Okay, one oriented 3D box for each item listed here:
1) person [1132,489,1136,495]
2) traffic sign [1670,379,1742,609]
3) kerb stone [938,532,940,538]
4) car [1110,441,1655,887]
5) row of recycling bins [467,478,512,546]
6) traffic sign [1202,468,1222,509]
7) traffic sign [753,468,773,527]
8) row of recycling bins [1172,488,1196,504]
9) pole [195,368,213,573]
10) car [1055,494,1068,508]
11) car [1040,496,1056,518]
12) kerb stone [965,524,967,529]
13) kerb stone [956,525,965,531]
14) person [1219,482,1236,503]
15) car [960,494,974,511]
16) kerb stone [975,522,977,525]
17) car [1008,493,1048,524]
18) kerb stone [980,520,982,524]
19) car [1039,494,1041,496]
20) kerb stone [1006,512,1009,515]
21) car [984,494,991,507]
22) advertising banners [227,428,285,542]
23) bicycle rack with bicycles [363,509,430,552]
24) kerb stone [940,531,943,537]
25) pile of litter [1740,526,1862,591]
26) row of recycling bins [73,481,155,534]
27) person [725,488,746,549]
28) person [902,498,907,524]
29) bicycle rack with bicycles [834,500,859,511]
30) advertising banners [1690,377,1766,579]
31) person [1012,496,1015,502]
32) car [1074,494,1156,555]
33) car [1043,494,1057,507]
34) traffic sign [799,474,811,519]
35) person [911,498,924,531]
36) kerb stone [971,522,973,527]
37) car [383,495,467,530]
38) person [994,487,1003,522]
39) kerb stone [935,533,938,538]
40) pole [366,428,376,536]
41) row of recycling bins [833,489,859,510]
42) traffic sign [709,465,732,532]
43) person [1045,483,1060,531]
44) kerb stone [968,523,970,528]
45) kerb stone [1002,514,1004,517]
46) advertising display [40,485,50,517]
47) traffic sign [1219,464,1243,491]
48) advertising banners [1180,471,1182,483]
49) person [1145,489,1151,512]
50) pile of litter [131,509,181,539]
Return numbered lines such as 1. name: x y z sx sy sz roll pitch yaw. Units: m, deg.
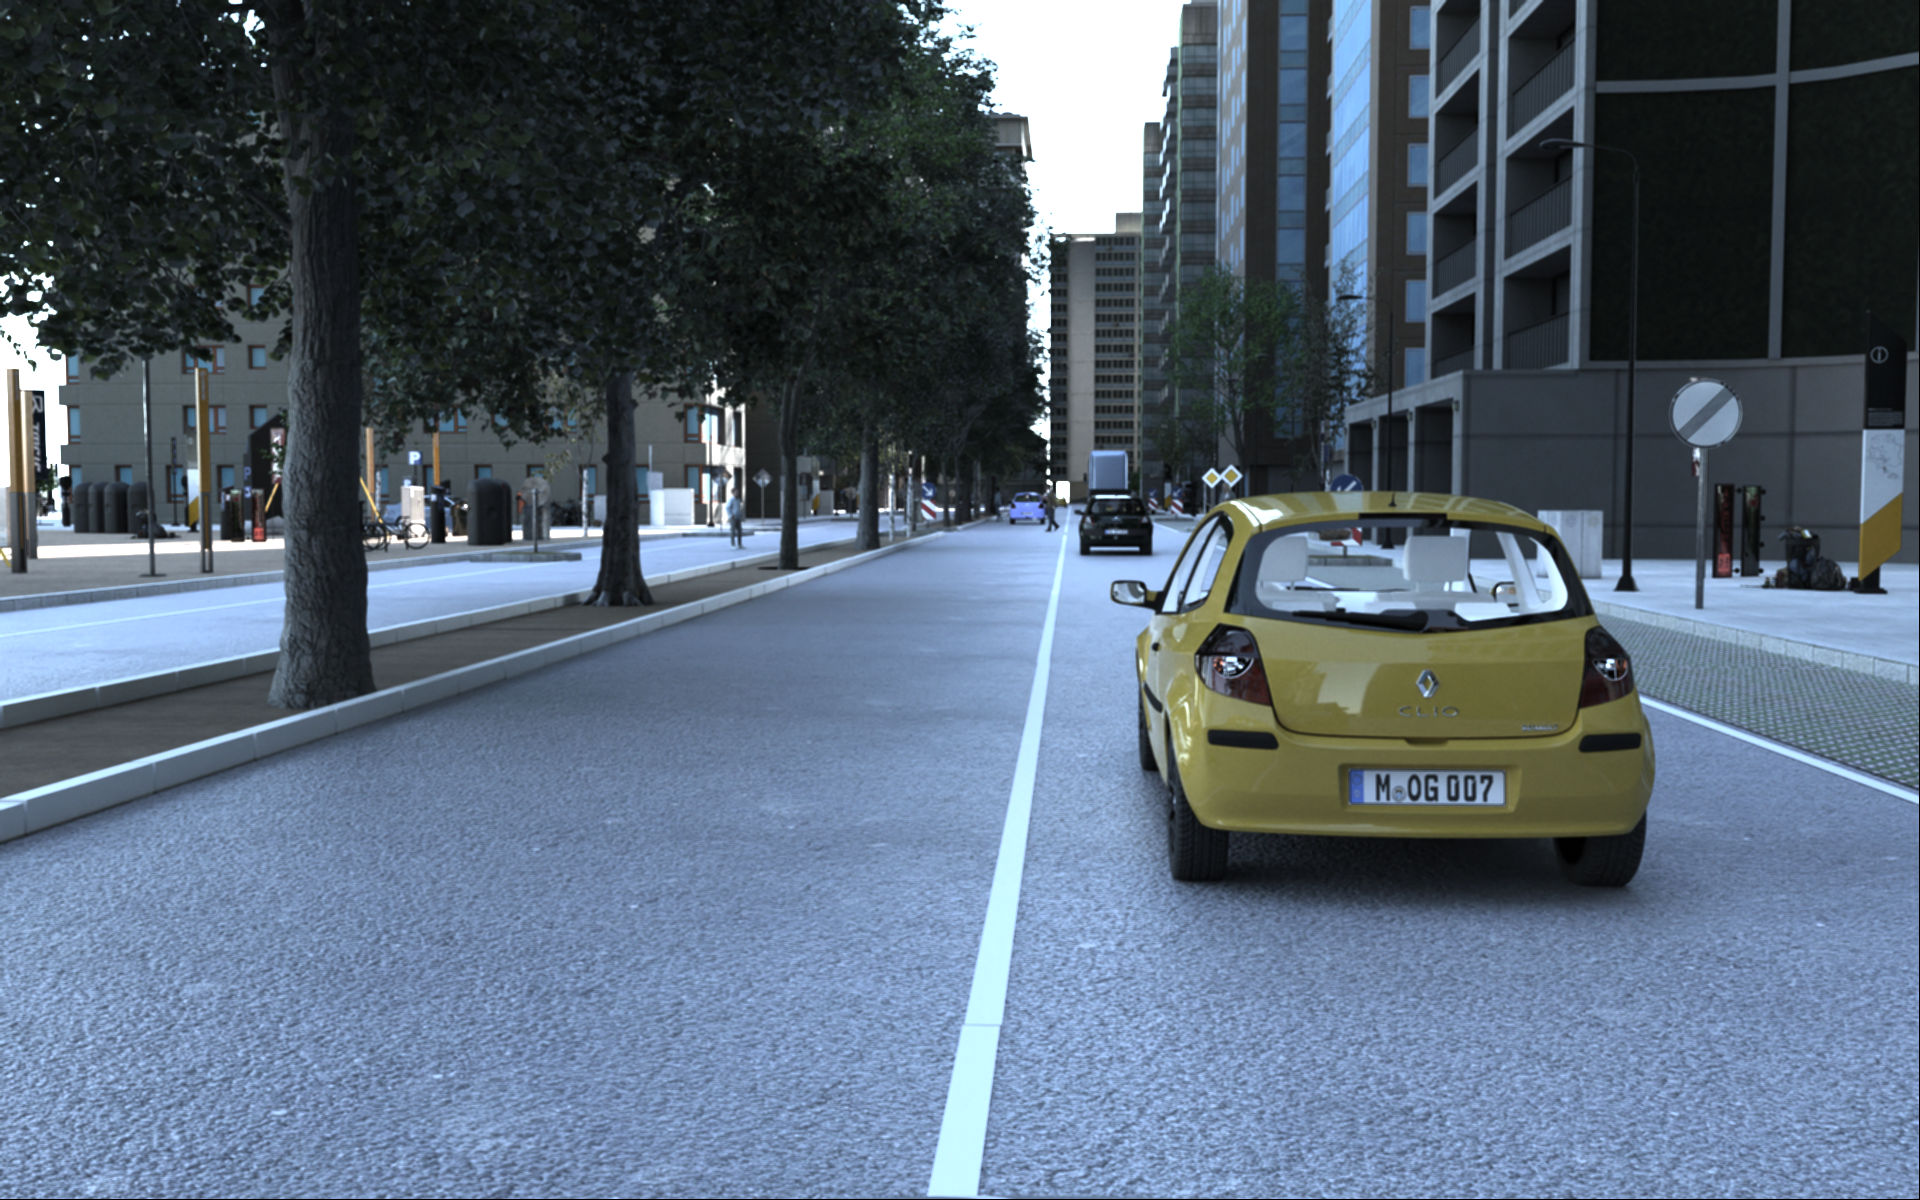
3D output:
1. person: 13.909 -7.929 137.981 0.795 1.843 0.661 3 5 40
2. traffic sign: 8.266 -1.173 19.287 0.768 2.556 0.104 0 4 6
3. kerb stone: -0.828 -2.059 55.858 0.120 0.150 1.000 0 4 4
4. car: 1.702 0.149 7.792 2.015 1.641 3.980 0 4 3
5. row of recycling bins: -12.174 -2.300 44.723 1.069 1.692 3.534 -1 4 -10
6. traffic sign: 9.576 -3.807 65.890 0.795 2.450 0.064 0 4 4
7. traffic sign: -7.631 -3.876 67.022 0.795 2.450 0.064 0 4 4
8. row of recycling bins: 15.419 -6.832 118.815 1.069 1.692 3.534 0 4 -8
9. pole: -12.277 -2.097 28.131 0.158 3.312 0.155 0 3 0
10. car: 10.442 -10.574 183.111 2.015 1.641 3.980 0 4 5
11. car: 4.677 -5.463 101.892 1.945 1.354 3.894 0 4 5
12. kerb stone: 0.076 -2.901 69.676 0.120 0.150 1.000 0 4 4
13. kerb stone: 0.017 -2.838 68.655 0.120 0.150 1.000 0 4 4
14. person: 8.421 -2.810 54.629 0.537 1.800 0.526 2 4 32
15. car: 0.674 -8.441 147.793 2.009 1.686 4.222 0 4 2
16. kerb stone: 0.542 -3.343 76.846 0.120 0.150 1.000 0 4 4
17. car: 3.252 -4.504 83.224 1.945 1.707 3.694 0 4 3
18. kerb stone: 0.809 -3.585 80.936 0.120 0.150 1.000 0 4 4
19. car: 5.606 -7.473 132.413 2.015 1.641 3.980 0 4 2
20. kerb stone: 2.987 -5.657 114.691 0.120 0.150 1.000 0 4 4
21. car: 3.610 -11.120 191.593 2.009 1.686 4.222 0 4 3
22. advertising banners: -18.699 -3.051 46.074 2.074 3.025 0.090 2 4 23
23. bicycle rack with bicycles: -13.804 -1.585 39.301 2.925 0.926 2.852 0 4 -2
24. kerb stone: -0.747 -2.121 56.877 0.120 0.150 1.000 0 4 4
25. pile of litter: 11.515 -0.584 23.506 1.176 0.858 1.719 -1 4 -22
26. row of recycling bins: -27.809 -3.044 56.879 3.534 1.692 1.069 2 4 29
27. person: -5.847 -2.126 45.066 0.330 1.601 0.589 3 5 42
28. person: -2.472 -4.512 82.470 0.583 1.804 0.606 -1 4 -9
29. bicycle rack with bicycles: -8.217 -7.248 131.882 2.852 0.926 2.925 3 4 38
30. advertising banners: 11.699 -1.851 26.447 2.074 3.025 0.090 -2 4 -35
31. person: 3.251 -5.676 105.586 0.425 1.301 0.394 -2 4 -30
32. car: 3.772 -1.972 42.036 2.009 1.686 4.222 0 4 4
33. car: 9.723 -11.027 189.329 2.155 1.783 4.494 0 4 4
34. traffic sign: -7.976 -5.310 88.941 0.606 2.300 0.079 0 4 6
35. person: -1.662 -3.389 64.395 0.515 1.767 0.782 -1 4 -20
36. kerb stone: 0.346 -3.154 73.761 0.120 0.150 1.000 0 4 4
37. car: -18.994 -3.186 64.091 4.499 1.417 2.014 0 4 3
38. person: 2.006 -5.001 90.527 0.793 1.790 0.793 -3 4 -38
39. kerb stone: -0.887 -1.993 54.837 0.120 0.150 1.000 0 4 4
40. pole: -18.148 -3.639 53.340 0.158 3.312 0.155 0 3 0
41. row of recycling bins: -8.997 -8.131 140.048 3.534 1.692 1.069 3 5 41
42. traffic sign: -8.148 -3.389 59.054 0.795 2.450 0.064 0 4 4
43. person: 3.513 -3.570 66.773 0.836 1.842 0.656 -3 5 -44
44. kerb stone: 0.208 -3.029 71.716 0.120 0.150 1.000 0 4 4
45. kerb stone: 2.466 -5.153 106.499 0.120 0.150 1.000 0 4 4
46. advertising display: -50.677 -5.546 95.898 0.974 1.923 0.123 3 5 39
47. traffic sign: 9.059 -3.320 57.921 0.795 2.450 0.064 0 4 4
48. advertising banners: 16.645 -8.144 129.350 0.090 3.025 2.074 1 4 21
49. person: 14.623 -7.688 134.113 0.656 1.842 0.836 0 4 0
50. pile of litter: -23.329 -2.210 50.095 1.719 0.858 1.176 2 4 30
